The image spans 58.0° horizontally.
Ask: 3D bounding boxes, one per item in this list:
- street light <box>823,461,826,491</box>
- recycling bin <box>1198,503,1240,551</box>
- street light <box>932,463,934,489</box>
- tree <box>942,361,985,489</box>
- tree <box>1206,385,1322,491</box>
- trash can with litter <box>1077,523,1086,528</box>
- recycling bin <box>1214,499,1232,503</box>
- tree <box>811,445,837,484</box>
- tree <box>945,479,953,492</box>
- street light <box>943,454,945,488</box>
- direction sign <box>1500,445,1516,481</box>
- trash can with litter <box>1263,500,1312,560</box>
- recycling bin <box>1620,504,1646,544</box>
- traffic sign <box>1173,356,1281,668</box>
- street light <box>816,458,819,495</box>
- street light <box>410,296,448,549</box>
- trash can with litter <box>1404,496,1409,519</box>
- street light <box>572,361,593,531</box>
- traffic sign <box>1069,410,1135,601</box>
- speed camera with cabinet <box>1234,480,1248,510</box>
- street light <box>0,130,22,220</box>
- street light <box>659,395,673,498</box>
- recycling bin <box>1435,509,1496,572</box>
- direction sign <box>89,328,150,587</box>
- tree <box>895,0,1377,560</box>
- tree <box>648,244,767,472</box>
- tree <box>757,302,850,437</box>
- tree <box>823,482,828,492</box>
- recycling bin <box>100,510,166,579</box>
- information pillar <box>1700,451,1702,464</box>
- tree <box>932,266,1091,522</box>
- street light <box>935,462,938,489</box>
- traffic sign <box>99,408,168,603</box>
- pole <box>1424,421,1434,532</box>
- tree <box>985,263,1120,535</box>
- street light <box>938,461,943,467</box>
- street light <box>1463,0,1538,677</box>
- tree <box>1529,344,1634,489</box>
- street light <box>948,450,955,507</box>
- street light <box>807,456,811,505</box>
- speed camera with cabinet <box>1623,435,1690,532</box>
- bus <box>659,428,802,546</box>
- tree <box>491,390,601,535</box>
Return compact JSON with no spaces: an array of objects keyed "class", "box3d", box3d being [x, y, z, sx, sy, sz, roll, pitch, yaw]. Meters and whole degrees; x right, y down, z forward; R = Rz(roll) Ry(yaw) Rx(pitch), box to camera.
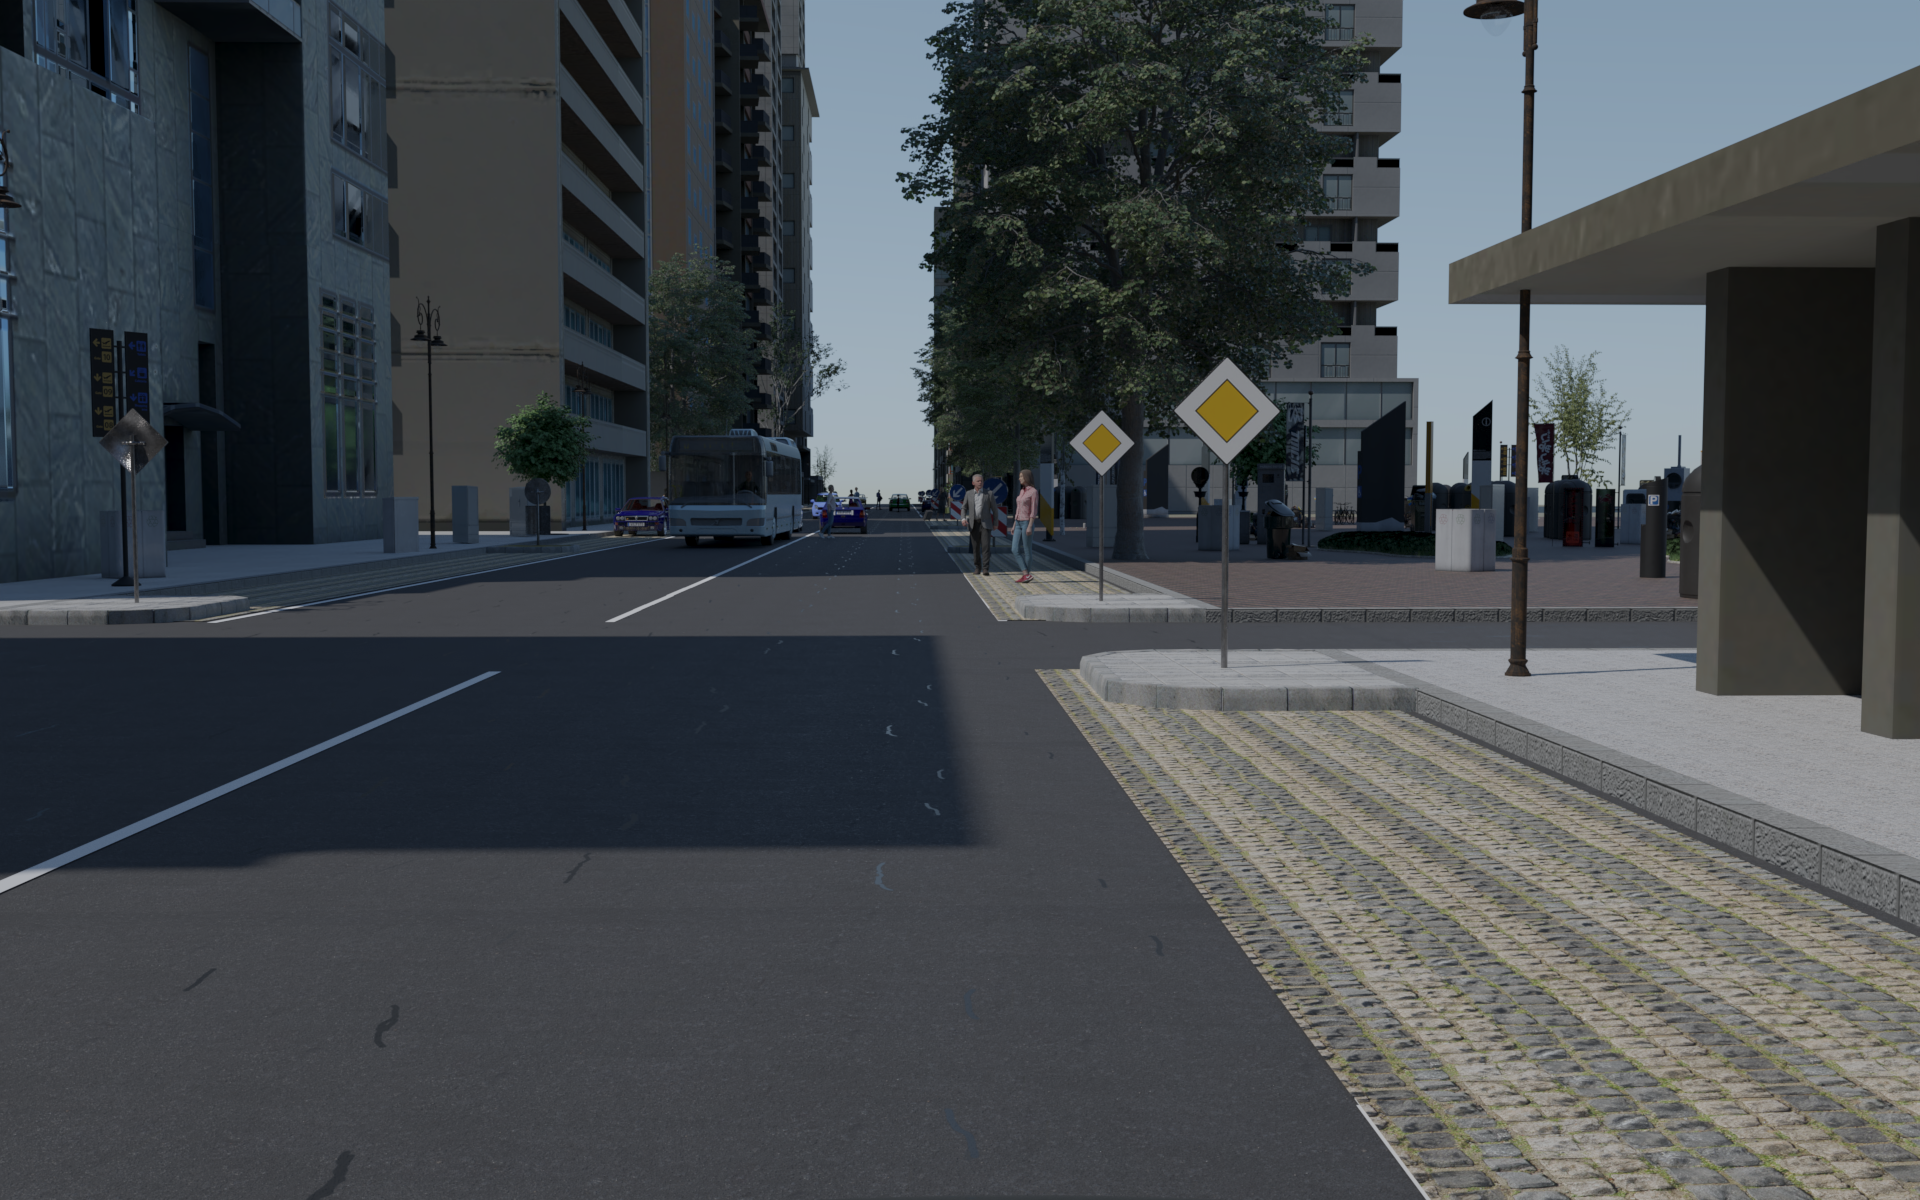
[{"class":"street light","box3d":[-18.875,-16.422,241.288,0.468,5.910,1.993,0,4,-2]},{"class":"recycling bin","box3d":[5.900,-1.646,39.467,0.722,1.027,0.722,3,4,36]},{"class":"street light","box3d":[-3.206,-16.010,234.549,0.468,5.910,1.993,0,4,-2]},{"class":"tree","box3d":[1.201,-8.555,90.238,4.360,8.622,3.978,0,3,0]},{"class":"tree","box3d":[9.193,-4.218,52.676,4.285,4.588,4.351,0,3,0]},{"class":"trash can with litter","box3d":[5.199,-3.248,64.166,1.678,1.210,2.233,-2,4,-26]},{"class":"recycling bin","box3d":[13.639,-4.731,89.907,0.722,1.027,0.722,2,4,33]},{"class":"tree","box3d":[-20.207,-18.676,255.712,4.360,8.622,3.978,0,3,0]},{"class":"tree","box3d":[-0.628,-11.410,181.158,1.663,3.219,1.824,0,3,0]},{"class":"street light","box3d":[-1.157,-12.184,172.002,0.468,5.910,1.993,0,4,-2]},{"class":"direction sign","box3d":[25.113,-5.337,79.259,0.876,3.537,0.379,0,4,-8]},{"class":"trash can with litter","box3d":[6.489,-1.392,34.139,0.624,1.170,1.055,-3,4,-37]},{"class":"recycling bin","box3d":[17.468,-1.952,44.462,0.722,1.027,0.722,-1,4,-20]},{"class":"traffic sign","box3d":[1.947,-0.555,12.718,0.795,2.450,0.064,0,4,-2]},{"class":"street light","box3d":[-18.110,-15.147,220.442,0.468,5.910,1.993,0,4,-2]},{"class":"street light","box3d":[-12.386,-4.143,40.533,0.468,5.910,1.993,0,4,-2]},{"class":"trash can with litter","box3d":[22.016,-4.639,86.899,1.678,1.210,2.233,-3,5,-42]},{"class":"street light","box3d":[-13.154,-5.365,60.508,0.468,5.910,1.993,0,4,-2]},{"class":"traffic sign","box3d":[1.689,-1.043,20.699,0.795,2.450,0.064,0,4,-2]},{"class":"speed camera with cabinet","box3d":[13.775,-5.546,85.017,0.660,3.252,2.038,0,4,7]},{"class":"street light","box3d":[-11.701,-2.922,20.555,0.468,5.910,1.993,0,4,-2]},{"class":"street light","box3d":[-13.684,-6.612,80.894,0.468,5.910,1.993,0,4,-2]},{"class":"recycling bin","box3d":[8.444,-1.001,28.916,0.722,1.027,0.722,-3,4,-37]},{"class":"direction sign","box3d":[-11.639,-1.962,24.072,0.379,3.537,0.876,2,4,28]},{"class":"tree","box3d":[3.399,-7.787,33.976,9.857,13.997,8.962,0,3,0]},{"class":"tree","box3d":[-14.825,-11.177,89.403,9.857,13.997,8.962,0,3,0]},{"class":"tree","box3d":[-16.846,-19.117,168.447,12.611,20.169,13.585,0,3,0]},{"class":"tree","box3d":[-20.022,-15.706,251.399,1.663,3.219,1.824,0,3,0]},{"class":"recycling bin","box3d":[-12.704,-0.859,26.601,0.722,1.027,0.722,3,5,43]},{"class":"information pillar","box3d":[12.656,-1.507,29.126,0.304,2.012,0.304,-1,4,-13]},{"class":"tree","box3d":[2.661,-9.808,78.480,7.486,12.596,7.792,0,3,0]},{"class":"street light","box3d":[-2.585,-14.773,214.332,0.468,5.910,1.993,0,4,-2]},{"class":"traffic sign","box3d":[-9.700,-1.022,20.353,0.795,2.450,0.064,0,4,-2]},{"class":"pole","box3d":[13.159,-3.348,48.588,0.158,3.312,0.155,0,3,0]},{"class":"tree","box3d":[3.431,-6.341,54.038,4.360,8.622,3.978,0,3,0]},{"class":"street light","box3d":[-1.871,-13.515,193.755,0.468,5.910,1.993,0,4,-2]},{"class":"street light","box3d":[3.941,-2.402,12.059,0.468,5.910,1.993,0,4,-2]},{"class":"tree","box3d":[29.692,-8.189,84.245,4.737,8.622,4.395,0,3,0]},{"class":"street light","box3d":[-0.568,-10.962,152.021,0.468,5.910,1.993,0,4,-2]},{"class":"street light","box3d":[-17.520,-13.900,200.057,0.468,5.910,1.993,0,4,-2]},{"class":"speed camera with cabinet","box3d":[23.437,-3.914,58.327,2.038,3.252,0.660,3,5,43]},{"class":"bus","box3d":[-6.464,-3.436,51.041,2.948,3.499,13.247,0,4,-1]},{"class":"tree","box3d":[-13.000,-4.334,54.577,4.285,4.588,4.351,0,3,0]}]
